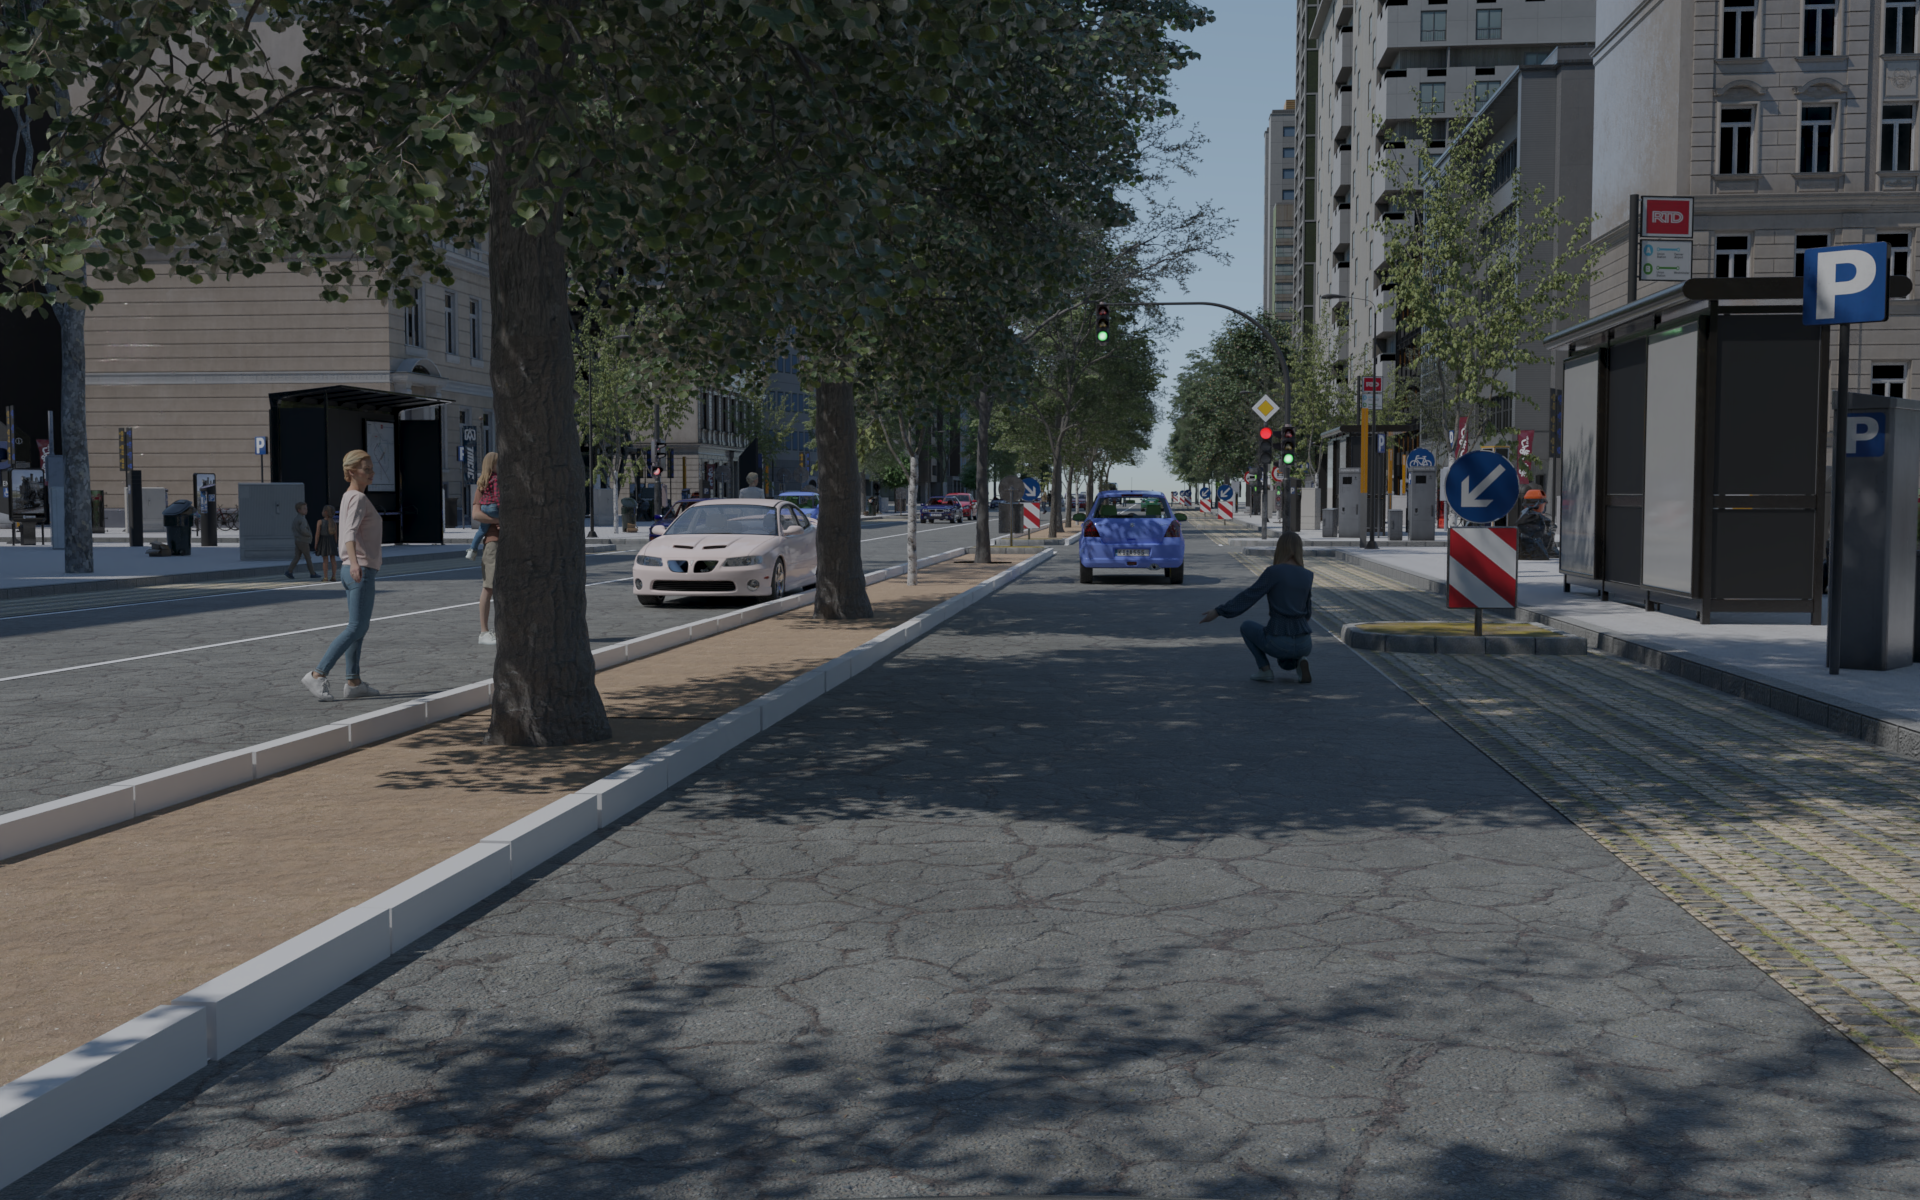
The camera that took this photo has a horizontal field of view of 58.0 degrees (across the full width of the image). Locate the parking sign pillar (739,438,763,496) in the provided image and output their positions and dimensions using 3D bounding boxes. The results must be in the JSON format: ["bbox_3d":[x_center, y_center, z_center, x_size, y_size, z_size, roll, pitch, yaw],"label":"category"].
[{"bbox_3d":[-10.072,-5.804,83.366,1.447,3.967,1.447,3,5,44],"label":"parking sign pillar"}]

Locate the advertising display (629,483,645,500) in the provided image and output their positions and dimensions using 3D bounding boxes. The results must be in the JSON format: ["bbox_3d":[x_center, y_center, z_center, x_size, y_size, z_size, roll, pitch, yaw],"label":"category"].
[{"bbox_3d":[-18.965,-5.912,101.870,0.974,1.923,0.123,1,4,12],"label":"advertising display"}]

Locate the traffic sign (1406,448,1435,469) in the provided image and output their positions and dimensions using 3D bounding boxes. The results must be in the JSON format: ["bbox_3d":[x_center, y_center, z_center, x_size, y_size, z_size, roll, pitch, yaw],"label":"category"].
[{"bbox_3d":[12.740,-2.927,47.971,0.768,2.556,0.104,0,4,8],"label":"traffic sign"}]

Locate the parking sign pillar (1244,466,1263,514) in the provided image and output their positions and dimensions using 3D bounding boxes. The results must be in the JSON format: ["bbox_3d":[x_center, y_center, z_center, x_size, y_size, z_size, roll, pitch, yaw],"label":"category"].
[{"bbox_3d":[19.446,-7.684,114.100,1.447,3.967,1.447,-2,4,-34],"label":"parking sign pillar"}]

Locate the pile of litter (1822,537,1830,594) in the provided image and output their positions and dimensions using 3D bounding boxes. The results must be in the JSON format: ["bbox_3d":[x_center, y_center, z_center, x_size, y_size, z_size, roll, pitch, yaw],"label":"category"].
[{"bbox_3d":[11.017,-0.480,21.812,1.176,0.858,1.719,-1,4,-14],"label":"pile of litter"}]

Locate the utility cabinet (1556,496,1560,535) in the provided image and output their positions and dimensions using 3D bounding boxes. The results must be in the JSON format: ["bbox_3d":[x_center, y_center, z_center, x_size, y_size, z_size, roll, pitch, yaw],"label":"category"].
[{"bbox_3d":[19.293,-2.698,55.280,0.306,1.237,1.020,2,4,30],"label":"utility cabinet"}]

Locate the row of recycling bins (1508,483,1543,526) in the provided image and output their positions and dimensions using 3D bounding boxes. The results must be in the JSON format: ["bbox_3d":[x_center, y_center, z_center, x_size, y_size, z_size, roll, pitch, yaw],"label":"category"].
[{"bbox_3d":[20.116,-3.427,63.148,3.534,1.692,1.069,-3,5,-40],"label":"row of recycling bins"}]

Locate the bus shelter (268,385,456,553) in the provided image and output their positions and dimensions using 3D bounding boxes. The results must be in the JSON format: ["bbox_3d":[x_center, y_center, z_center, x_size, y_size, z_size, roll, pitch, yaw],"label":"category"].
[{"bbox_3d":[-13.803,-3.007,40.447,1.731,3.624,6.357,0,4,7],"label":"bus shelter"}]

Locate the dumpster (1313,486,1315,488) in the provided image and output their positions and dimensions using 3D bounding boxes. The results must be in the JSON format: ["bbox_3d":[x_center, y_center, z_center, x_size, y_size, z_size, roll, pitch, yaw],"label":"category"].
[{"bbox_3d":[17.808,-4.959,83.575,1.502,2.255,1.985,0,4,6],"label":"dumpster"}]

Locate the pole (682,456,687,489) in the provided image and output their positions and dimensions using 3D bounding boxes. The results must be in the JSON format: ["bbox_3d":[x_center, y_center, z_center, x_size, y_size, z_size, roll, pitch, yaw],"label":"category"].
[{"bbox_3d":[-14.935,-6.121,93.916,0.158,3.312,0.155,0,3,0],"label":"pole"}]

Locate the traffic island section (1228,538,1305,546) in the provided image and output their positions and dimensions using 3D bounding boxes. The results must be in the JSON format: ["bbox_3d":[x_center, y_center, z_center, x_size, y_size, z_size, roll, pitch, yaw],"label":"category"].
[{"bbox_3d":[8.608,-1.628,48.893,2.009,0.180,2.903,0,4,6],"label":"traffic island section"}]

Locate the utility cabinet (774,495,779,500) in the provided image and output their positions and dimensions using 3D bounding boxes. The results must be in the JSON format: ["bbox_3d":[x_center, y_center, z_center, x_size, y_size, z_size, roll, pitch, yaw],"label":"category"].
[{"bbox_3d":[-8.908,-4.696,87.934,1.020,1.237,0.306,0,4,8],"label":"utility cabinet"}]

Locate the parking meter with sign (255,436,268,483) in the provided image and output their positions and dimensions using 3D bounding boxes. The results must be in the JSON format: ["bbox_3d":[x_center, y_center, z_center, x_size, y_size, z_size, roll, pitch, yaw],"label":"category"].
[{"bbox_3d":[-20.663,-3.480,53.156,0.543,3.016,1.738,2,4,35],"label":"parking meter with sign"}]

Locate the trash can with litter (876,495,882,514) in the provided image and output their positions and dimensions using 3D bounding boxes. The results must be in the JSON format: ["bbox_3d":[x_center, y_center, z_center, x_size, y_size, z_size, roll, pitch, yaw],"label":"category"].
[{"bbox_3d":[-5.855,-6.091,110.649,2.233,1.210,1.678,-1,4,-17],"label":"trash can with litter"}]

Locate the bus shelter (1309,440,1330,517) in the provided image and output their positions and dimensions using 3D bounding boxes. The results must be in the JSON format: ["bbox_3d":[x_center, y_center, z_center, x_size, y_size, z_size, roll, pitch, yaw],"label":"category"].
[{"bbox_3d":[16.571,-5.243,77.006,1.731,3.624,6.357,0,4,6],"label":"bus shelter"}]

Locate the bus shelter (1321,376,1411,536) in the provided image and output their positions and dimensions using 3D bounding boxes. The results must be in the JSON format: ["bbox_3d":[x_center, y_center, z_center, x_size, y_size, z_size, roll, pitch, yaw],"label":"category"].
[{"bbox_3d":[13.031,-4.829,56.589,2.179,5.291,8.768,0,4,6],"label":"bus shelter"}]

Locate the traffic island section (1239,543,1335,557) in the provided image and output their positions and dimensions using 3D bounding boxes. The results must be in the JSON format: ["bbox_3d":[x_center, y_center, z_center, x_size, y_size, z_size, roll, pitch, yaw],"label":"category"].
[{"bbox_3d":[7.722,-1.142,40.957,2.009,0.180,2.903,0,4,6],"label":"traffic island section"}]

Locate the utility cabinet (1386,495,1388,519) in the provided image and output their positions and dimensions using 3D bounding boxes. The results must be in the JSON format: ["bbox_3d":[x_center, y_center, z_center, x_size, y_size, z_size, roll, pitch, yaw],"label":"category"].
[{"bbox_3d":[22.021,-4.765,89.069,0.306,1.237,1.020,-2,4,-30],"label":"utility cabinet"}]

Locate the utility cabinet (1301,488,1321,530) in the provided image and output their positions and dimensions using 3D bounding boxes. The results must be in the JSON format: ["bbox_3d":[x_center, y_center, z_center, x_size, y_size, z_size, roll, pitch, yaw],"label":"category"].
[{"bbox_3d":[12.388,-3.264,62.052,0.318,1.500,1.173,-3,4,-36],"label":"utility cabinet"}]

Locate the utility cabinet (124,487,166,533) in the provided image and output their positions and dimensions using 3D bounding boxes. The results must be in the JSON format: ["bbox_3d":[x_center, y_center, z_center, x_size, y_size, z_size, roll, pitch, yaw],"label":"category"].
[{"bbox_3d":[-26.621,-2.931,56.603,1.173,1.500,0.318,-3,4,-37],"label":"utility cabinet"}]

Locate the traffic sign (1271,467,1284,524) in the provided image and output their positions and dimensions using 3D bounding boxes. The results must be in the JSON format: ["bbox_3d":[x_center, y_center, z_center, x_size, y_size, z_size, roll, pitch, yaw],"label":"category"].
[{"bbox_3d":[13.839,-4.573,74.880,0.768,2.556,0.104,1,4,13],"label":"traffic sign"}]

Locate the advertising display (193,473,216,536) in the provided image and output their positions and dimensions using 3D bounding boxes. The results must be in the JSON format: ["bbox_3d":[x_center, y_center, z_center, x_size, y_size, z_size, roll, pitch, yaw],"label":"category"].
[{"bbox_3d":[-23.008,-2.910,52.785,0.123,1.923,0.974,1,4,11],"label":"advertising display"}]

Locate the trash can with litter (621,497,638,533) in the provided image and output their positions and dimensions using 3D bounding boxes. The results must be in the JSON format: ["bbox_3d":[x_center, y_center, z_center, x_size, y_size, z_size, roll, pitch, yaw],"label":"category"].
[{"bbox_3d":[-10.905,-2.825,57.578,0.624,1.170,1.055,-2,4,-24],"label":"trash can with litter"}]

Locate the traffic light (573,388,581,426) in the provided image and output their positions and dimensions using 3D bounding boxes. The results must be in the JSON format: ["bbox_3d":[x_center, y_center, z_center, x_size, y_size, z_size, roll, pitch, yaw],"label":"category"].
[{"bbox_3d":[-9.722,-3.293,42.768,0.839,4.253,0.868,0,4,6],"label":"traffic light"}]

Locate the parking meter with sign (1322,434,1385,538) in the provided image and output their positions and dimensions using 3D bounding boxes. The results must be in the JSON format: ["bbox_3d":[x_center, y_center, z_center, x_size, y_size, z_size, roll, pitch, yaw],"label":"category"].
[{"bbox_3d":[11.478,-3.328,50.671,1.738,3.016,0.543,2,4,35],"label":"parking meter with sign"}]

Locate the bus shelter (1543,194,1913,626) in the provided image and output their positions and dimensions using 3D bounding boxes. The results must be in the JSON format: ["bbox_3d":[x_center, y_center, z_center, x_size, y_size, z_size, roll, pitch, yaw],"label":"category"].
[{"bbox_3d":[8.533,-2.652,20.996,2.179,5.291,8.768,0,4,6],"label":"bus shelter"}]

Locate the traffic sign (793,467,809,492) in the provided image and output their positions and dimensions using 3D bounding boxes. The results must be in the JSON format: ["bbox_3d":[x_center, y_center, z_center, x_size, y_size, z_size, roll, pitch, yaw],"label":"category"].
[{"bbox_3d":[-7.403,-4.924,80.615,0.768,2.556,0.104,0,4,8],"label":"traffic sign"}]

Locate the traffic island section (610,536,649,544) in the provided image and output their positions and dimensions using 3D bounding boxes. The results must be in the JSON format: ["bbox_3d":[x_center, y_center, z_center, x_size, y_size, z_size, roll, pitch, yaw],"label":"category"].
[{"bbox_3d":[-8.874,-1.747,50.843,2.009,0.180,2.903,0,4,6],"label":"traffic island section"}]

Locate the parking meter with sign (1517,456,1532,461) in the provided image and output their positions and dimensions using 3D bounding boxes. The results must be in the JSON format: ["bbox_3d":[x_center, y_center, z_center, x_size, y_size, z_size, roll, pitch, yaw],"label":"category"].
[{"bbox_3d":[22.368,-4.479,69.485,0.543,3.016,1.738,2,4,35],"label":"parking meter with sign"}]

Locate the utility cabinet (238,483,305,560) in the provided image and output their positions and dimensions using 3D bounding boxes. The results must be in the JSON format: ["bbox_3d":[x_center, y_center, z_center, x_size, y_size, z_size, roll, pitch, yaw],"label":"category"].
[{"bbox_3d":[-13.296,-1.516,33.473,1.173,1.500,0.318,-2,4,-25],"label":"utility cabinet"}]

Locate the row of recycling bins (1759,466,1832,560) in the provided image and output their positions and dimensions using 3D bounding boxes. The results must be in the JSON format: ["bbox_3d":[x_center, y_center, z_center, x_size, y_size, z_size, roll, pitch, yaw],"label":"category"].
[{"bbox_3d":[12.697,-1.131,25.613,1.069,1.692,3.534,0,4,8],"label":"row of recycling bins"}]

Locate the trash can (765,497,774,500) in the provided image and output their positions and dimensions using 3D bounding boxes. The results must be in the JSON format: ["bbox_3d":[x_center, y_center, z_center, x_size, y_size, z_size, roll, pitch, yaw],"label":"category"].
[{"bbox_3d":[-10.148,-4.878,91.410,0.748,1.137,0.748,0,3,0],"label":"trash can"}]

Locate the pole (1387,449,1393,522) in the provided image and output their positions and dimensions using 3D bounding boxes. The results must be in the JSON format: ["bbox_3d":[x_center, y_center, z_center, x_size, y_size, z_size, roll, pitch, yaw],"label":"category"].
[{"bbox_3d":[19.474,-5.173,78.423,0.158,3.312,0.155,0,3,0],"label":"pole"}]

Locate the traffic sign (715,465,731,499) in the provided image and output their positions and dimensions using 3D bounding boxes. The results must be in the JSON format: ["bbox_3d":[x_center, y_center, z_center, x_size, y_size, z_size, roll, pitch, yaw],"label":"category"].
[{"bbox_3d":[-10.503,-4.677,76.582,0.768,2.556,0.104,1,4,14],"label":"traffic sign"}]

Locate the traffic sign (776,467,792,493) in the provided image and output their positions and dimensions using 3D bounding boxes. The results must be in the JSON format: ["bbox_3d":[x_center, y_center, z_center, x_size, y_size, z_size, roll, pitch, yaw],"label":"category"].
[{"bbox_3d":[-8.441,-5.066,82.940,0.768,2.556,0.104,1,4,15],"label":"traffic sign"}]

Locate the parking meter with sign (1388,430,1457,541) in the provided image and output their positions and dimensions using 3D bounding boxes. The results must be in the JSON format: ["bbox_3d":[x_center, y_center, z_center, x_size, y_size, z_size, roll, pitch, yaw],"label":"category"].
[{"bbox_3d":[12.655,-3.134,47.494,1.738,3.016,0.543,0,4,4],"label":"parking meter with sign"}]

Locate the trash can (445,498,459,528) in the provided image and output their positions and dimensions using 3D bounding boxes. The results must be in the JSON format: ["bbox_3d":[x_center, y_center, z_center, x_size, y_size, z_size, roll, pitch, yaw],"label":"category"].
[{"bbox_3d":[-19.182,-3.263,65.011,0.748,1.137,0.748,0,3,0],"label":"trash can"}]

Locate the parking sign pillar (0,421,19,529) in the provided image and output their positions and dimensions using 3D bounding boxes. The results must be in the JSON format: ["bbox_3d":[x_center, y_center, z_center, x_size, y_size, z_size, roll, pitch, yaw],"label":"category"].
[{"bbox_3d":[-34.941,-4.605,63.771,1.447,3.967,1.447,1,4,19],"label":"parking sign pillar"}]

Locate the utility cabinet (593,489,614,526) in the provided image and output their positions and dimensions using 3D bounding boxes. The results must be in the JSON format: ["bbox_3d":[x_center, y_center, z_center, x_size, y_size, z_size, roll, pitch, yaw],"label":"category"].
[{"bbox_3d":[-14.227,-3.703,69.223,0.318,1.500,1.173,1,4,22],"label":"utility cabinet"}]

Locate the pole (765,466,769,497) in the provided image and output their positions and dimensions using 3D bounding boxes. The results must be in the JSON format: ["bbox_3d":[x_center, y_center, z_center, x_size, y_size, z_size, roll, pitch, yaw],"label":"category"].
[{"bbox_3d":[-12.232,-7.084,109.668,0.158,3.312,0.155,0,3,0],"label":"pole"}]

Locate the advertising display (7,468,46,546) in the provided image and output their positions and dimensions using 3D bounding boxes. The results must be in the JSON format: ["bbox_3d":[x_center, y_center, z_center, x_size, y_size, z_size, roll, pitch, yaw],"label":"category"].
[{"bbox_3d":[-23.284,-2.325,43.229,0.123,1.923,0.974,1,4,22],"label":"advertising display"}]

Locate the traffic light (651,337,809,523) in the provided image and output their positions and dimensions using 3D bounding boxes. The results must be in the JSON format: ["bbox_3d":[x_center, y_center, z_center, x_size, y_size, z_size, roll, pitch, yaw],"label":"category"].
[{"bbox_3d":[-6.747,-4.639,50.508,4.771,5.953,1.251,0,4,6],"label":"traffic light"}]

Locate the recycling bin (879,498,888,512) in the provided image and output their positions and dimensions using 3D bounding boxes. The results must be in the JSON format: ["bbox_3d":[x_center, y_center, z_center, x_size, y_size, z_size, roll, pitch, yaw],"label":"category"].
[{"bbox_3d":[-5.544,-6.713,122.316,0.722,1.027,0.722,3,5,43],"label":"recycling bin"}]

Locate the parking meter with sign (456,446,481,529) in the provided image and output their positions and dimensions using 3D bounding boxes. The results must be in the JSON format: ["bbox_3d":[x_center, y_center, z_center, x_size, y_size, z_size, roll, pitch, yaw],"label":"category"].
[{"bbox_3d":[-17.350,-4.067,62.764,1.738,3.016,0.543,2,4,24],"label":"parking meter with sign"}]

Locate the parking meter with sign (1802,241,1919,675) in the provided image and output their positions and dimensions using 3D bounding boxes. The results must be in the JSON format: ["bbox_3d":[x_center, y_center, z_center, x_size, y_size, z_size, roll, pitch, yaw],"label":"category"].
[{"bbox_3d":[6.801,-1.012,12.803,1.738,3.016,0.543,-3,5,-45],"label":"parking meter with sign"}]

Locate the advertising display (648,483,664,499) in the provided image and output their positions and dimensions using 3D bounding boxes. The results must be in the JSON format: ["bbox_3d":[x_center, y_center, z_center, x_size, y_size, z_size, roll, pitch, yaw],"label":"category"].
[{"bbox_3d":[-17.876,-5.912,101.870,0.974,1.923,0.123,-1,4,-11],"label":"advertising display"}]

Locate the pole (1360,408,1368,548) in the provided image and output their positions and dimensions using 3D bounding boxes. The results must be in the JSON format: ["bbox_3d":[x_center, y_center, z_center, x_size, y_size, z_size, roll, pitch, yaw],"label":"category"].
[{"bbox_3d":[9.597,-2.893,41.137,0.158,3.312,0.155,0,3,0],"label":"pole"}]

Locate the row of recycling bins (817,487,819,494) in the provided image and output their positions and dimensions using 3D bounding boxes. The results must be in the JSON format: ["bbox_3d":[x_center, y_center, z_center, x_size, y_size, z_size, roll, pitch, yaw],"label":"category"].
[{"bbox_3d":[-7.599,-5.580,98.352,1.069,1.692,3.534,-2,4,-28],"label":"row of recycling bins"}]

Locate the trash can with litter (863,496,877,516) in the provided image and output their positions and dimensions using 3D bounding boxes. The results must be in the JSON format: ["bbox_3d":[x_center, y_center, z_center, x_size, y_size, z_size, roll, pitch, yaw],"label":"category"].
[{"bbox_3d":[-5.279,-5.472,100.851,0.624,1.170,1.055,-3,4,-39],"label":"trash can with litter"}]

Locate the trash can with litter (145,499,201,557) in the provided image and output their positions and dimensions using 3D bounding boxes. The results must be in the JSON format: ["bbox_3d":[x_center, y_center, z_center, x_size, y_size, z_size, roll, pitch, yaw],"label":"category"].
[{"bbox_3d":[-16.261,-1.491,35.761,0.624,1.170,1.055,1,4,16],"label":"trash can with litter"}]

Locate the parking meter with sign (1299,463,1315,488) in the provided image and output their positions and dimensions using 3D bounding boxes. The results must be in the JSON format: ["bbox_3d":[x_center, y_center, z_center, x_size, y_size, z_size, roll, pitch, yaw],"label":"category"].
[{"bbox_3d":[19.318,-6.058,95.309,0.543,3.016,1.738,-1,4,-16],"label":"parking meter with sign"}]

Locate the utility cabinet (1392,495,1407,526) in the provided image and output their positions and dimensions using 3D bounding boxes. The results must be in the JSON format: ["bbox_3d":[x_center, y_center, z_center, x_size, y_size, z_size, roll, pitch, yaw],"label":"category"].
[{"bbox_3d":[18.109,-3.646,70.778,0.306,1.237,1.020,-2,4,-24],"label":"utility cabinet"}]

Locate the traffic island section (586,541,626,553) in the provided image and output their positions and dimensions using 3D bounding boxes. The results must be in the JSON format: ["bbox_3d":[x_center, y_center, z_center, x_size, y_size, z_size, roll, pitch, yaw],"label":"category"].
[{"bbox_3d":[-9.760,-1.262,42.908,2.009,0.180,2.903,0,4,6],"label":"traffic island section"}]

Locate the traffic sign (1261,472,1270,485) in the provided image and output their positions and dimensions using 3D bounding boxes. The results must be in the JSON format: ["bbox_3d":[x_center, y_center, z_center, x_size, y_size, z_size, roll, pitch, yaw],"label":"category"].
[{"bbox_3d":[14.087,-4.778,80.253,0.606,2.300,0.079,1,4,11],"label":"traffic sign"}]

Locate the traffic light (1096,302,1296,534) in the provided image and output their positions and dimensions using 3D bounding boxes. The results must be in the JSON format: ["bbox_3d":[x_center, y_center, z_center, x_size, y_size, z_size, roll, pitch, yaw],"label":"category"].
[{"bbox_3d":[5.595,-4.053,40.938,4.771,5.953,1.251,0,4,6],"label":"traffic light"}]

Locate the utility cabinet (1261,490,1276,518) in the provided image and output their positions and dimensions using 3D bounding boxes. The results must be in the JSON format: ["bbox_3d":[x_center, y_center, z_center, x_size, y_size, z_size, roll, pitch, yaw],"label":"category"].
[{"bbox_3d":[16.197,-5.060,91.403,0.318,1.500,1.173,0,4,-6],"label":"utility cabinet"}]

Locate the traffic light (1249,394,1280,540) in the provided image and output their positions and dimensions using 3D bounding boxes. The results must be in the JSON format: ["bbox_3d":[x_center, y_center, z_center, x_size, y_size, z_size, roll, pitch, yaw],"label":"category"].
[{"bbox_3d":[8.570,-3.661,48.784,0.839,4.253,0.868,0,4,6],"label":"traffic light"}]

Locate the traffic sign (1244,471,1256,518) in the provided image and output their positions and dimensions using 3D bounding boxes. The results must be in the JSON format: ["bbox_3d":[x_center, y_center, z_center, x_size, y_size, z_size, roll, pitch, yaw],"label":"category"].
[{"bbox_3d":[15.845,-5.763,94.333,0.768,2.556,0.104,1,4,15],"label":"traffic sign"}]
